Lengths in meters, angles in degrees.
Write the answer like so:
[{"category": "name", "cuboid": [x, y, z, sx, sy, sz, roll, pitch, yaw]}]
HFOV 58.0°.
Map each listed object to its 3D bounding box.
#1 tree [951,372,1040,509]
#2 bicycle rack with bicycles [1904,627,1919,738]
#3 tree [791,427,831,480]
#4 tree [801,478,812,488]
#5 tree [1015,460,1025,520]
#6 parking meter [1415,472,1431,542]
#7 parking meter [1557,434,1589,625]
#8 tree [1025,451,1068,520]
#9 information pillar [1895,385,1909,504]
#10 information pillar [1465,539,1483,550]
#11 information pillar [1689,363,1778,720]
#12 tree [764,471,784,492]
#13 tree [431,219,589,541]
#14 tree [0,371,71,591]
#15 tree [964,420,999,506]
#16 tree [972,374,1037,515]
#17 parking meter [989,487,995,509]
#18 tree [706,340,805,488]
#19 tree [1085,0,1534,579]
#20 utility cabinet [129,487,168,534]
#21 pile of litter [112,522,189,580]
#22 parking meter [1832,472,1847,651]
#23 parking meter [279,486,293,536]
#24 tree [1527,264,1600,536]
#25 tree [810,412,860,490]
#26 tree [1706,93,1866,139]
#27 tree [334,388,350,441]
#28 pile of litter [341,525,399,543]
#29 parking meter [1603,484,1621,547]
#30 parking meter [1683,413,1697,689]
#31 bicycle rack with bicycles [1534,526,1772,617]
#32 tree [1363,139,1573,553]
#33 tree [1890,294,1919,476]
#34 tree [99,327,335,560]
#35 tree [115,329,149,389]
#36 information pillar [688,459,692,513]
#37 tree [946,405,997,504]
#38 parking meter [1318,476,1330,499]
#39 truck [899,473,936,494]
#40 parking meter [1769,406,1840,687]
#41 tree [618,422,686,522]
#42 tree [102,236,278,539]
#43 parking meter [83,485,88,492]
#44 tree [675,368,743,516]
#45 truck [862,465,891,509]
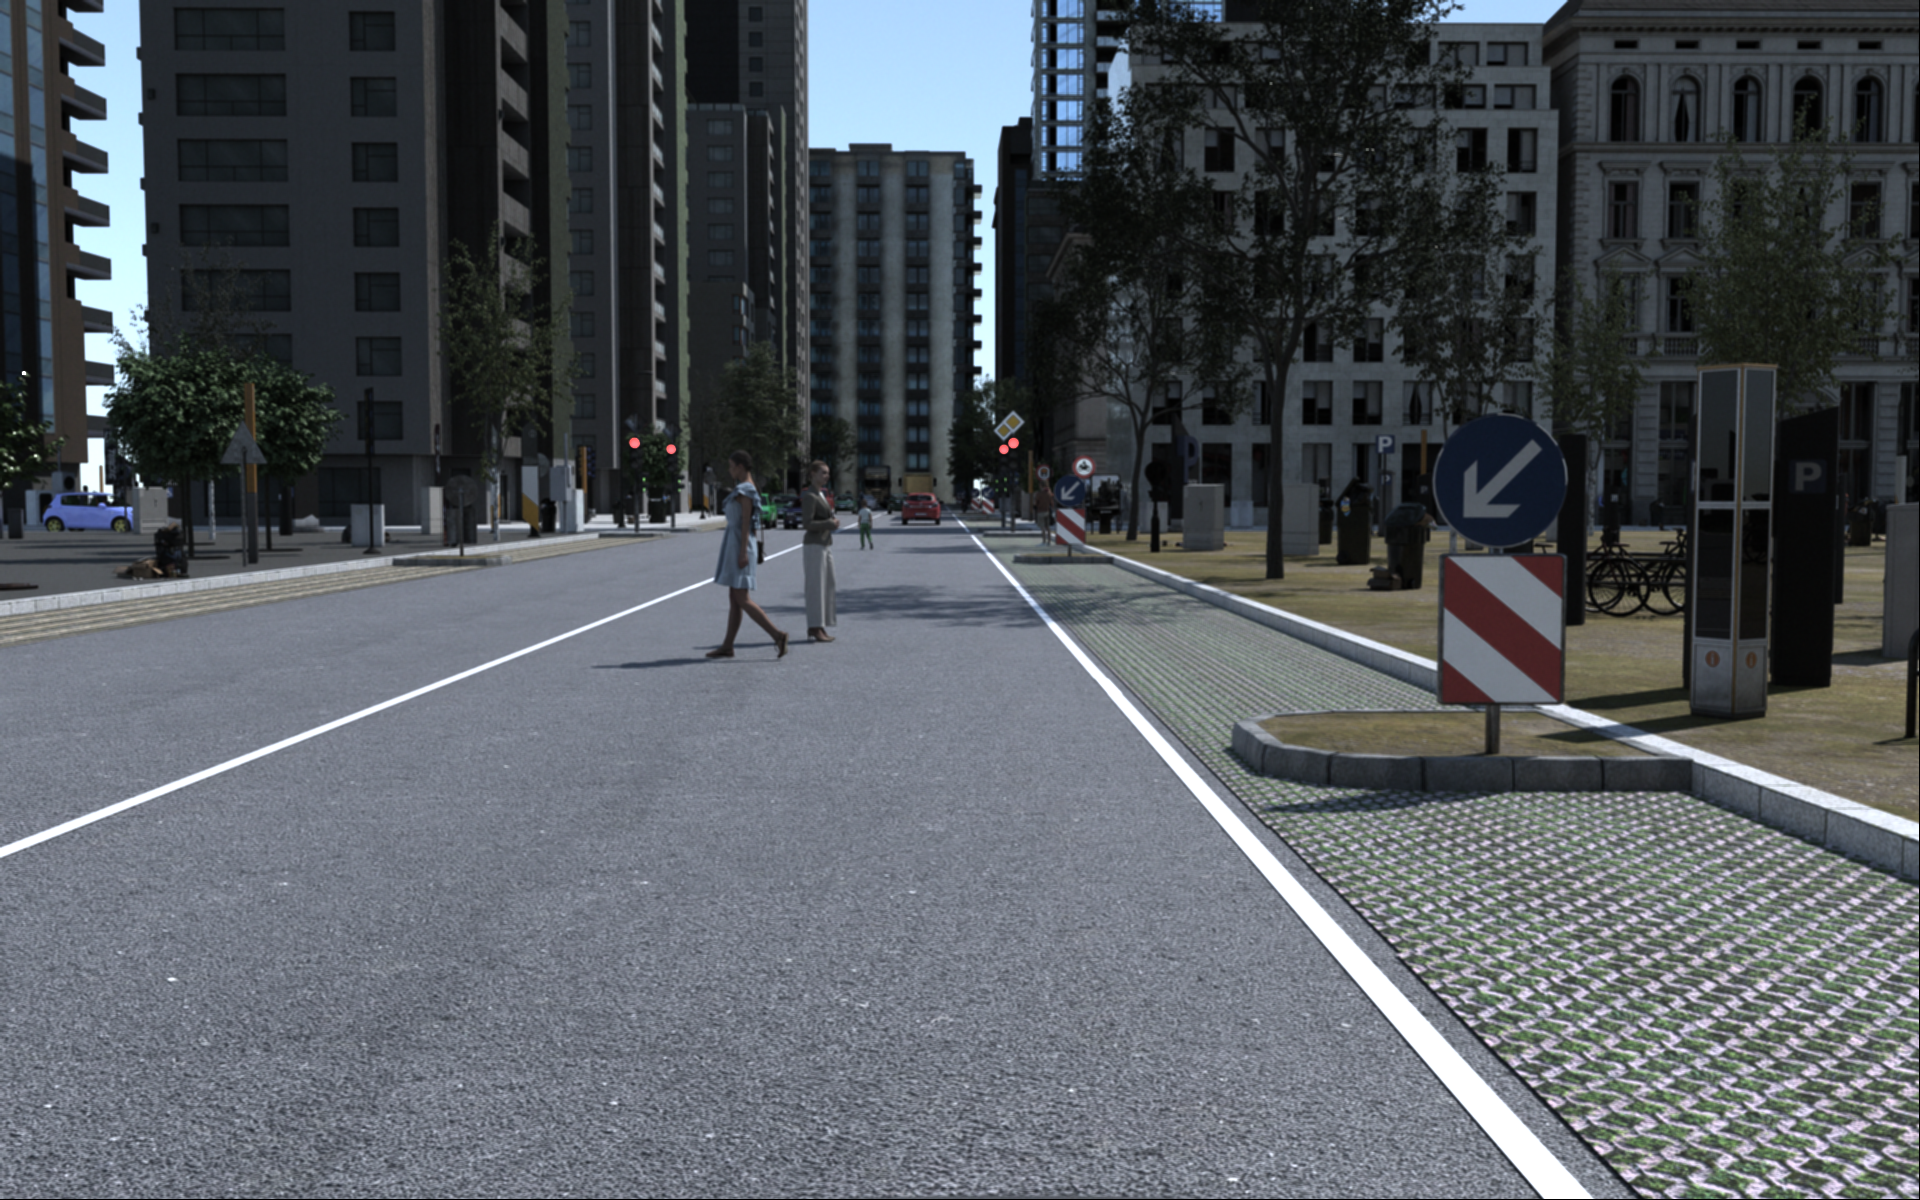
[{"category": "tree", "cuboid": [3.127, -13.522, 146.837, 9.928, 11.665, 9.643, 0, 3, 0]}, {"category": "bicycle rack with bicycles", "cuboid": [6.200, 0.313, 8.273, 2.925, 0.926, 2.852, -1, 4, -9]}, {"category": "tree", "cuboid": [-16.267, -14.556, 188.348, 4.360, 8.622, 3.978, 0, 3, 0]}, {"category": "tree", "cuboid": [-15.271, -11.016, 174.712, 1.663, 3.219, 1.824, 0, 3, 0]}, {"category": "tree", "cuboid": [3.500, -5.491, 84.383, 1.663, 3.219, 1.824, 0, 3, 0]}, {"category": "parking meter", "cuboid": [12.509, -2.515, 46.829, 0.399, 1.863, 0.255, 0, 4, 7]}, {"category": "parking meter", "cuboid": [6.041, -0.696, 17.086, 0.255, 1.863, 0.399, 2, 4, 24]}, {"category": "tree", "cuboid": [3.968, -5.055, 77.256, 1.663, 3.219, 1.824, 0, 3, 0]}, {"category": "information pillar", "cuboid": [20.416, -2.826, 37.561, 0.183, 3.616, 0.504, 1, 4, 14]}, {"category": "information pillar", "cuboid": [11.767, -2.146, 39.572, 0.304, 2.012, 0.304, -1, 4, -16]}, {"category": "information pillar", "cuboid": [4.439, -0.334, 9.953, 0.304, 2.012, 0.304, -2, 4, -29]}, {"category": "tree", "cuboid": [-15.050, -8.892, 139.979, 1.663, 3.219, 1.824, 0, 3, 0]}, {"category": "tree", "cuboid": [-12.595, -5.944, 47.542, 4.737, 8.622, 4.395, 0, 3, 0]}, {"category": "tree", "cuboid": [-12.911, -1.759, 23.361, 1.663, 3.219, 1.824, 0, 3, 0]}, {"category": "tree", "cuboid": [2.247, -14.135, 181.469, 4.360, 8.622, 3.978, 0, 3, 0]}, {"category": "tree", "cuboid": [3.050, -9.576, 106.922, 4.737, 8.622, 4.395, 0, 3, 0]}, {"category": "parking meter", "cuboid": [2.558, -8.096, 138.080, 0.255, 1.863, 0.399, 3, 5, 42]}, {"category": "tree", "cuboid": [-14.997, -12.809, 127.547, 7.486, 12.596, 7.792, 0, 3, 0]}, {"category": "tree", "cuboid": [4.513, -5.586, 25.743, 7.601, 10.594, 8.767, -3, 5, -44]}, {"category": "utility cabinet", "cuboid": [-25.762, -2.841, 55.121, 0.318, 1.500, 1.173, 1, 4, 19]}, {"category": "pile of litter", "cuboid": [-12.424, -0.775, 26.629, 1.176, 0.858, 1.719, -1, 4, -9]}, {"category": "parking meter", "cuboid": [6.990, -0.356, 14.234, 0.372, 1.533, 0.369, 0, 3, 0]}, {"category": "parking meter", "cuboid": [-20.869, -2.764, 53.598, 0.372, 1.533, 0.369, 0, 3, 0]}, {"category": "tree", "cuboid": [19.438, -6.288, 53.165, 4.737, 8.622, 4.395, 0, 3, 0]}, {"category": "tree", "cuboid": [-16.155, -17.905, 218.497, 9.928, 11.665, 9.643, 0, 3, 0]}, {"category": "tree", "cuboid": [15.634, -5.056, 33.025, 4.737, 8.622, 4.395, 0, 3, 0]}, {"category": "tree", "cuboid": [-15.564, -3.388, 39.102, 4.285, 4.588, 4.351, 0, 3, 0]}, {"category": "pile of litter", "cuboid": [-15.712, -1.965, 46.100, 1.719, 0.858, 1.176, -3, 5, -43]}, {"category": "parking meter", "cuboid": [15.775, -2.049, 41.913, 0.372, 1.533, 0.369, 0, 3, 0]}, {"category": "parking meter", "cuboid": [4.912, -0.341, 11.291, 0.255, 1.863, 0.399, 0, 4, 6]}, {"category": "bicycle rack with bicycles", "cuboid": [7.450, -0.332, 18.815, 2.925, 0.926, 2.852, 2, 4, 27]}, {"category": "tree", "cuboid": [10.304, -5.223, 35.757, 4.360, 8.622, 3.978, 0, 3, 0]}, {"category": "tree", "cuboid": [25.410, -5.648, 42.708, 4.360, 8.622, 3.978, 0, 3, 0]}, {"category": "tree", "cuboid": [-15.310, -3.100, 34.397, 4.285, 4.588, 4.351, 0, 3, 0]}, {"category": "tree", "cuboid": [-35.911, -7.817, 78.166, 4.737, 8.622, 4.395, 0, 3, 0]}, {"category": "information pillar", "cuboid": [-18.161, -7.649, 116.408, 0.183, 3.616, 0.504, 0, 4, 2]}, {"category": "tree", "cuboid": [1.920, -18.373, 218.517, 7.486, 12.596, 7.792, 0, 3, 0]}, {"category": "parking meter", "cuboid": [11.749, -3.073, 55.948, 0.255, 1.863, 0.399, 2, 4, 35]}, {"category": "truck", "cuboid": [-3.790, -9.746, 155.263, 3.469, 3.379, 9.791, 0, 4, -2]}, {"category": "parking meter", "cuboid": [5.638, -0.361, 11.617, 0.399, 1.863, 0.255, 1, 4, 19]}, {"category": "tree", "cuboid": [-13.976, -5.828, 79.004, 4.285, 4.588, 4.351, 0, 3, 0]}, {"category": "tree", "cuboid": [-21.407, -6.019, 48.778, 4.360, 8.622, 3.978, 0, 3, 0]}, {"category": "parking meter", "cuboid": [-59.143, -6.817, 117.167, 0.255, 1.863, 0.399, -2, 4, -34]}, {"category": "tree", "cuboid": [-14.435, -9.190, 100.613, 4.360, 8.622, 3.978, 0, 3, 0]}, {"category": "truck", "cuboid": [-8.177, -11.160, 171.384, 2.839, 4.237, 11.283, 0, 4, -2]}]
